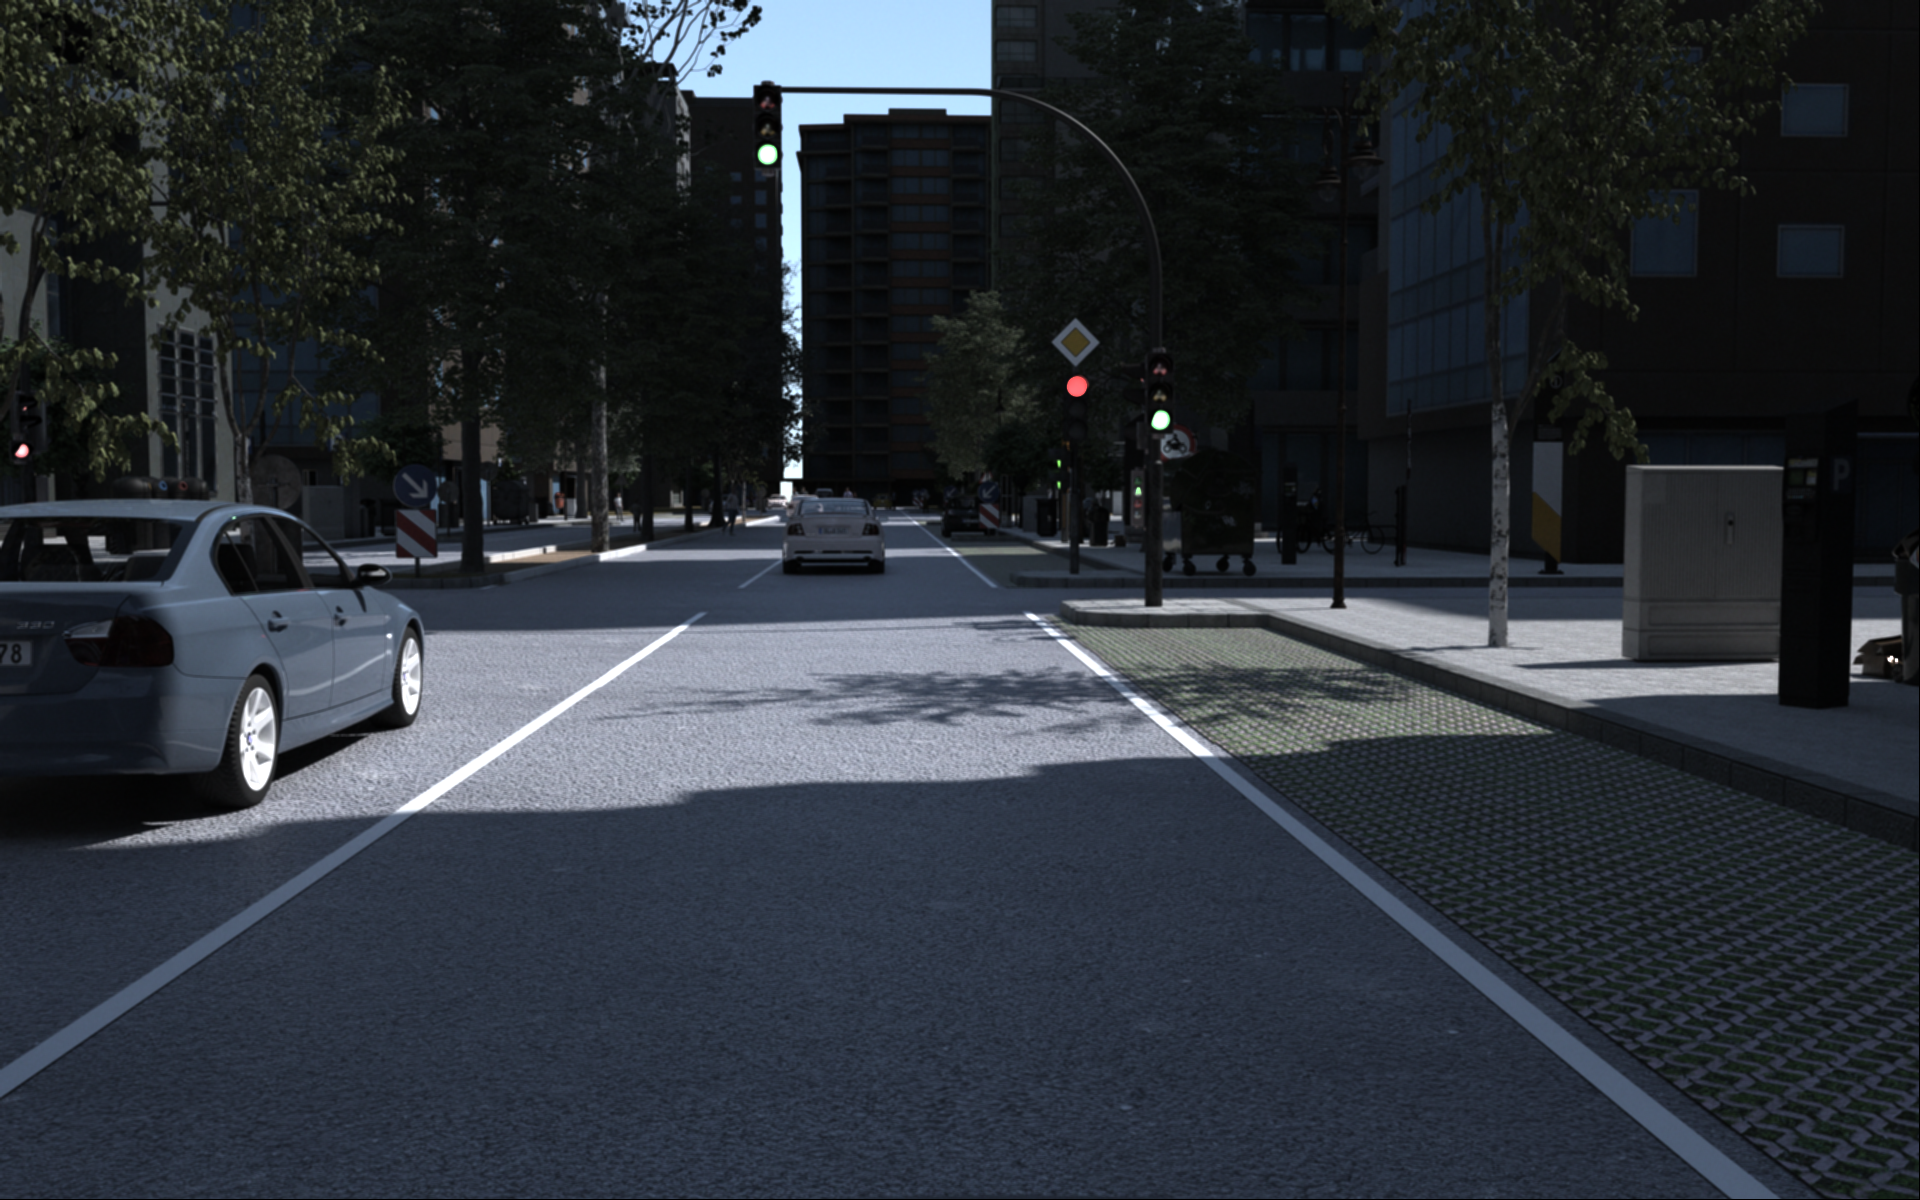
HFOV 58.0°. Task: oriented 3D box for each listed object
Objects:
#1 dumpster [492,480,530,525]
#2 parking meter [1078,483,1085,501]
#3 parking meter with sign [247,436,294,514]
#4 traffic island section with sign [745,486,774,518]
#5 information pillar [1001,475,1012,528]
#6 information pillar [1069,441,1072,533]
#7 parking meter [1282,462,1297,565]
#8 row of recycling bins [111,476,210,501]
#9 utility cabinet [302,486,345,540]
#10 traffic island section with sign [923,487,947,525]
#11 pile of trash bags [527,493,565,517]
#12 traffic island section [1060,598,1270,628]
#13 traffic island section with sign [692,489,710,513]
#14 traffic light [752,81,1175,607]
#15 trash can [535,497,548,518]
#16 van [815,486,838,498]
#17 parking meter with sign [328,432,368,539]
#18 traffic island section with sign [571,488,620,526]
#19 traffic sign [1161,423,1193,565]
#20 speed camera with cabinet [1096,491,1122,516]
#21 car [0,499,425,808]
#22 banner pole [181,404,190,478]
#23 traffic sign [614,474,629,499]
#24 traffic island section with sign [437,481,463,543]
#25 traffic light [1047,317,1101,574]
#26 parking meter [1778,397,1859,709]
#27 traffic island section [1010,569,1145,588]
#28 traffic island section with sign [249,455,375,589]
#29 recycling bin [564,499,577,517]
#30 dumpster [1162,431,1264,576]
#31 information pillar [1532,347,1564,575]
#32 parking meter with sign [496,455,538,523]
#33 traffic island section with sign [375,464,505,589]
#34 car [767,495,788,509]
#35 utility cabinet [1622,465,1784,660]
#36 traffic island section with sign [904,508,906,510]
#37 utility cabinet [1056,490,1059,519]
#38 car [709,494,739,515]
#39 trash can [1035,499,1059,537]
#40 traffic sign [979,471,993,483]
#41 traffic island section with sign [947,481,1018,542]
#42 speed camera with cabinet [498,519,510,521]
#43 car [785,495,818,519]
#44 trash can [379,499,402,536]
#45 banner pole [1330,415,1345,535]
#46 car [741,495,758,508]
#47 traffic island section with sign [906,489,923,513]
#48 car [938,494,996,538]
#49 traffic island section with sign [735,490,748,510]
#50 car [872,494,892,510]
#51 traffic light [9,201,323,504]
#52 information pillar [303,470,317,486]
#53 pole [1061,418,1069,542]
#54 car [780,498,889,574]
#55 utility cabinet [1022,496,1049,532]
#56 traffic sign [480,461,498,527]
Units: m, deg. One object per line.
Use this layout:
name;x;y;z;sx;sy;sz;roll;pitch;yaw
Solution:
dumpster;-18.569;-4.024;71.555;1.264;1.857;1.865;0;4;-3
parking meter;5.363;-4.379;77.301;0.399;1.863;0.255;3;5;43
parking meter with sign;-21.153;-3.465;52.909;0.543;3.016;1.738;1;4;22
traffic island section with sign;-11.778;-5.744;102.043;2.006;1.907;1.989;0;4;-3
information pillar;1.763;-3.733;65.534;0.304;2.012;0.304;3;5;41
information pillar;3.524;-3.927;55.559;0.183;3.616;0.504;-1;4;-19
parking meter;6.007;-1.582;31.577;0.255;1.863;0.399;1;4;9
row of recycling bins;-18.790;-2.054;40.700;1.069;1.692;3.534;0;4;3
utility cabinet;-17.386;-2.363;47.322;0.318;1.500;1.173;2;4;28
traffic island section with sign;-0.556;-4.369;80.067;1.989;1.847;2.006;0;4;-3
pile of trash bags;-24.075;-5.497;99.620;1.912;1.369;3.447;2;4;31
traffic island section;2.226;0.151;19.815;2.009;0.180;2.903;0;4;-3
traffic island section with sign;-18.897;-7.344;128.709;1.989;1.847;2.006;0;4;-3
traffic light;0.099;-2.740;19.462;4.771;5.953;1.251;0;4;-3
trash can;-22.057;-4.868;91.241;0.748;1.137;0.748;0;3;0
van;-10.513;-7.796;134.483;2.013;2.044;4.112;0;4;-4
parking meter with sign;-17.530;-3.272;49.753;0.543;3.016;1.738;0;4;2
traffic island section with sign;-16.597;-4.312;79.132;1.989;1.847;2.006;0;4;-3
traffic sign;3.881;-1.911;31.344;0.768;2.556;0.104;0;4;3
speed camera with cabinet;9.060;-6.590;102.078;2.038;3.252;0.660;2;4;25
car;-4.155;0.175;9.143;2.014;1.417;4.499;0;4;-3
banner pole;-21.326;-3.532;47.766;0.401;3.779;0.863;-3;4;-36
traffic sign;-19.821;-6.203;101.425;0.884;2.594;0.081;0;4;-1
traffic island section with sign;-15.332;-2.630;51.635;1.989;1.847;2.006;0;4;-3
traffic light;1.817;-2.370;27.676;0.839;4.253;0.868;0;4;-3
parking meter;5.167;-0.289;10.438;0.399;1.863;0.255;-2;4;-31
traffic island section;1.857;-0.337;27.791;2.009;0.180;2.903;0;4;-3
traffic island section with sign;-7.969;-0.700;19.585;2.006;1.907;1.989;0;4;-3
recycling bin;-21.628;-5.150;96.755;0.722;1.027;0.722;2;4;24
dumpster;3.946;-1.543;27.719;1.502;2.255;1.985;0;4;-3
information pillar;9.380;-2.217;27.596;0.504;3.616;0.183;-1;4;-12
parking meter with sign;-19.779;-4.967;77.466;1.738;3.016;0.543;0;4;2
traffic island section with sign;-8.301;-1.153;26.984;2.006;1.907;1.989;0;4;-3
car;-17.802;-9.588;169.125;2.083;1.381;4.827;0;4;-3
utility cabinet;5.731;-0.282;13.282;1.173;1.500;0.318;0;4;-4
traffic island section with sign;-4.089;-9.051;156.607;1.989;1.847;2.006;0;4;-3
utility cabinet;5.436;-4.807;87.272;1.173;1.500;0.318;2;4;28
car;-16.349;-6.616;120.173;2.014;1.417;4.499;0;4;-1
trash can;2.624;-2.480;52.199;0.748;1.137;0.748;0;3;0
traffic sign;1.352;-5.201;85.040;0.884;2.594;0.081;0;4;6
traffic island section with sign;0.726;-2.682;52.477;1.989;1.847;2.006;0;4;-3
speed camera with cabinet;-22.183;-5.492;84.129;0.660;3.252;2.038;-1;4;-16
car;-7.907;-4.652;88.418;2.083;1.381;4.827;0;4;-4
trash can;-17.419;-2.531;53.040;0.748;1.137;0.748;0;3;0
banner pole;11.800;-3.898;53.753;0.401;3.779;0.863;0;4;-6
car;-21.189;-9.967;175.534;1.945;1.354;3.894;0;4;-3
traffic island section with sign;-2.842;-7.404;129.681;1.989;1.847;2.006;0;4;-3
car;0.264;-2.959;58.163;2.009;1.686;4.222;0;4;-2
traffic island section with sign;-20.130;-8.991;155.636;1.989;1.847;2.006;0;4;-3
car;-7.094;-9.127;159.458;2.015;1.641;3.980;0;4;-2
traffic light;-12.391;-3.203;27.041;4.771;5.953;1.251;0;4;-3
information pillar;-19.575;-2.919;52.222;0.304;2.012;0.304;3;5;41
pole;2.790;-3.183;45.887;0.158;3.312;0.155;0;3;0
car;-2.374;-1.241;32.657;2.083;1.381;4.827;0;4;-4
utility cabinet;2.530;-2.879;58.226;0.306;1.237;1.020;-3;4;-38
traffic sign;-18.405;-4.123;67.525;0.768;2.556;0.104;0;4;1
